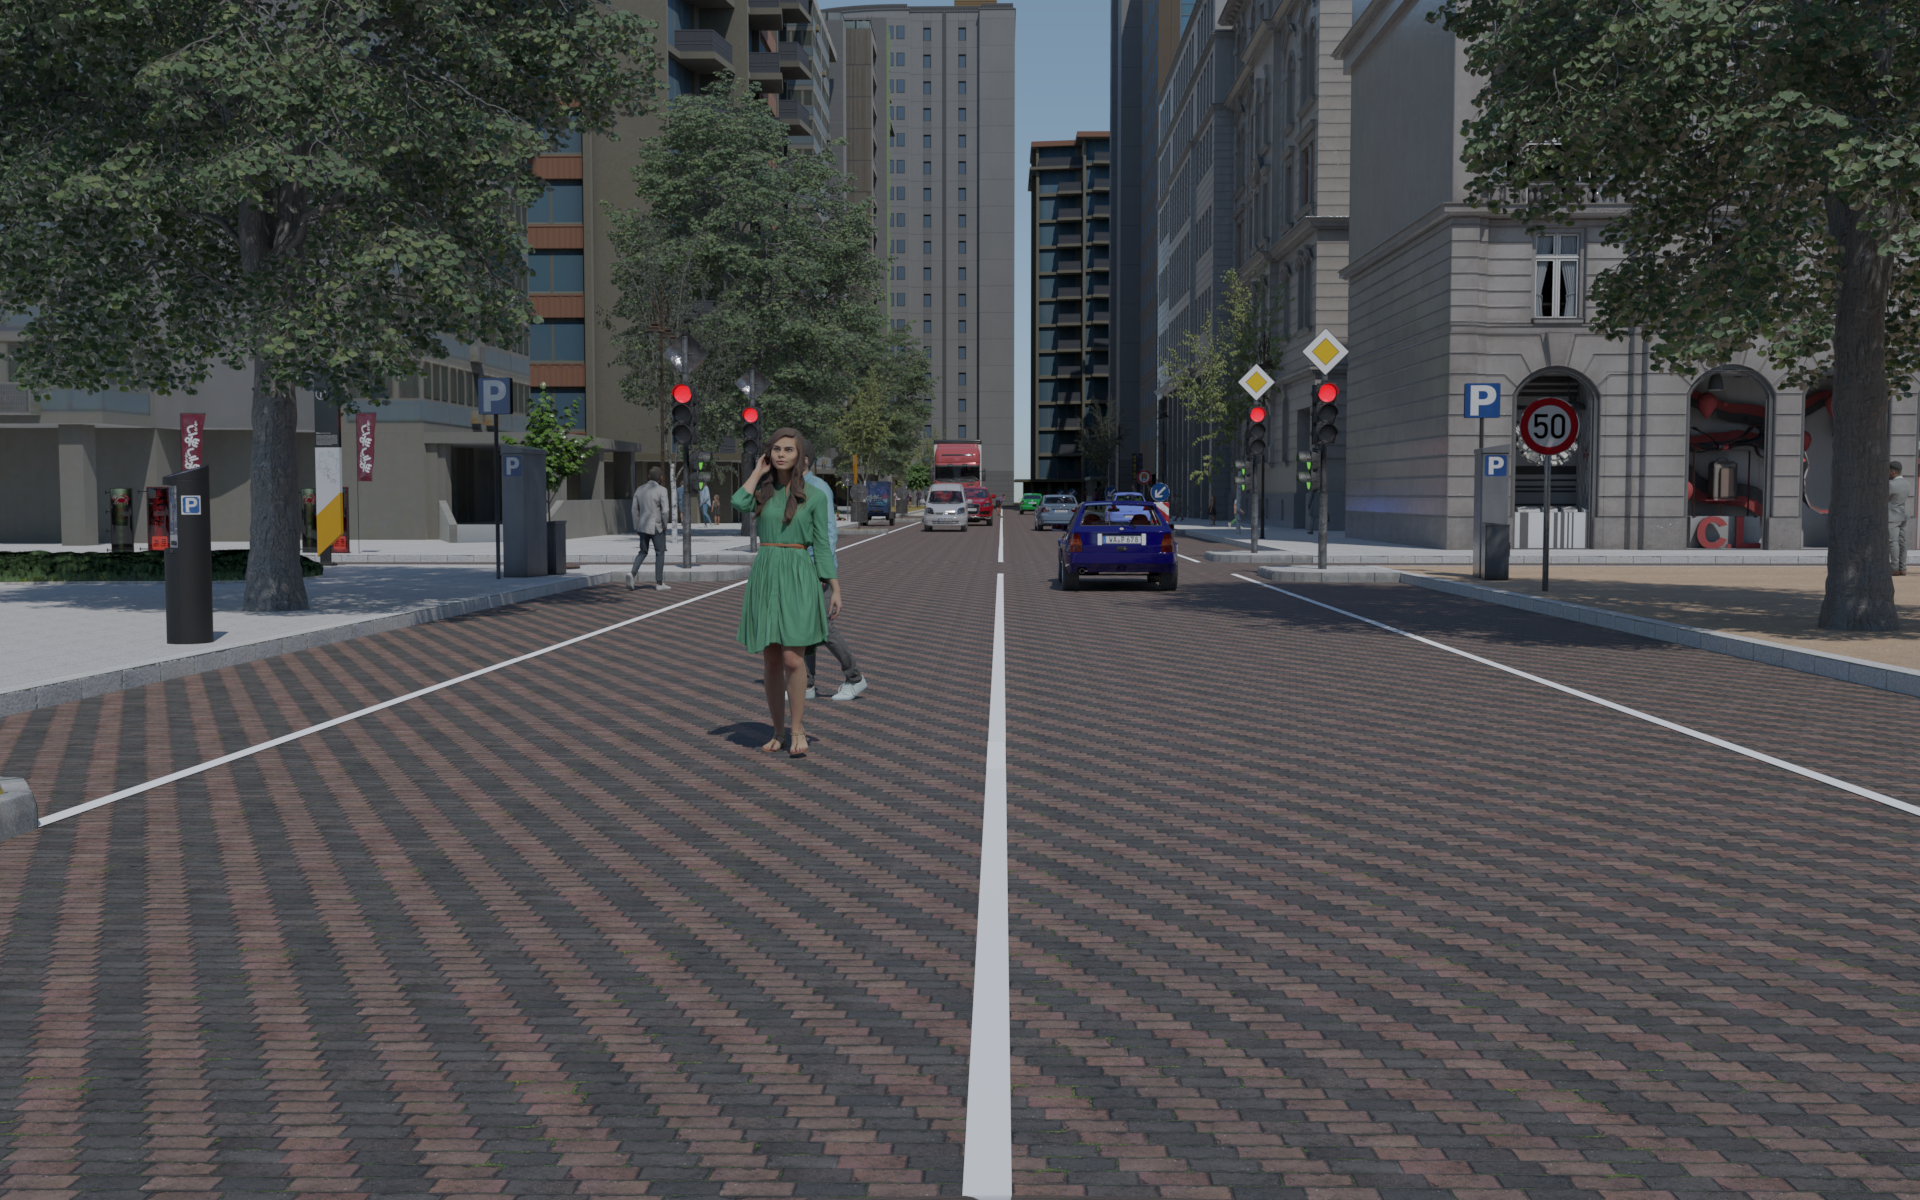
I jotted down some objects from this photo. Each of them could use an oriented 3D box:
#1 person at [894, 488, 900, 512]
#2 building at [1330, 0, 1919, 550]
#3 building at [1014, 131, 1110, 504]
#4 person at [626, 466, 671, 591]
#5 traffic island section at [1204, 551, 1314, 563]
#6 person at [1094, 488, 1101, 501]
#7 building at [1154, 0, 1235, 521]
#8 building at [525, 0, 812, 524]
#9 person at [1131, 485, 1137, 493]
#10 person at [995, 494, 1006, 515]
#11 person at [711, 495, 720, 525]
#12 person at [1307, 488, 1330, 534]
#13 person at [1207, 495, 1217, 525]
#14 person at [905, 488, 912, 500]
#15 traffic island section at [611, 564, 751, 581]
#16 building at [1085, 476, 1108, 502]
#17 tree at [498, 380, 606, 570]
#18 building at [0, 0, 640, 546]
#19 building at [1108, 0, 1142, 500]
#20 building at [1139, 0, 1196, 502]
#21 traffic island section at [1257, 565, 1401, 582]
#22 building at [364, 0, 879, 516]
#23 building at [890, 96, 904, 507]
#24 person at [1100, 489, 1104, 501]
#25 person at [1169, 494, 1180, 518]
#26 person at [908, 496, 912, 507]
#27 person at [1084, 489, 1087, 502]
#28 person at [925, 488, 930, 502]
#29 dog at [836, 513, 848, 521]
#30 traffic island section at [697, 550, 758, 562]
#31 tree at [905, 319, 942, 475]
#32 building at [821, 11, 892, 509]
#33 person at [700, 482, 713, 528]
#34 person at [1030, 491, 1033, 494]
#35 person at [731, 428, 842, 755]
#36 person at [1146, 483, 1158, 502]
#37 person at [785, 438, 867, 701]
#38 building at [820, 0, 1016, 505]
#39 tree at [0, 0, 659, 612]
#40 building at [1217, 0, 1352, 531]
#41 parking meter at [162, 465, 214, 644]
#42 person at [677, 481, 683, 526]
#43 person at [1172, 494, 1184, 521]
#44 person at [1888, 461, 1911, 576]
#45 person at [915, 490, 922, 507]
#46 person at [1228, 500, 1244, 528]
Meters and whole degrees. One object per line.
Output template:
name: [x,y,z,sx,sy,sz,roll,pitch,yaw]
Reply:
person: [-4.516,-7.191,124.281,0.551,1.740,0.621,1,4,13]
building: [22.804,-12.400,44.538,24.055,21.916,13.314,0,4,1]
building: [21.010,-33.847,208.017,28.867,44.769,22.147,0,4,1]
person: [-4.615,-1.063,25.730,0.661,1.843,0.795,2,4,26]
traffic island section: [6.407,-0.936,37.583,2.009,0.180,2.903,0,4,1]
person: [11.101,-8.155,140.055,0.721,1.739,1.217,2,4,30]
building: [17.813,-19.545,97.061,11.434,29.767,29.804,0,4,1]
building: [-19.280,-26.445,87.002,22.147,44.769,28.867,0,4,1]
person: [9.850,-5.647,98.478,0.767,1.812,0.694,-1,4,-16]
person: [2.714,-6.359,115.702,0.697,1.427,0.421,2,4,24]
person: [-10.094,-3.719,71.515,0.362,1.253,0.373,-3,5,-39]
person: [11.353,-2.992,55.060,0.694,1.812,0.767,-1,4,-20]
person: [10.308,-3.676,70.819,0.373,1.253,0.362,2,4,24]
person: [-4.080,-7.976,136.891,0.568,1.767,0.683,-1,4,-12]
traffic island section: [-4.725,-0.464,29.870,2.009,0.180,2.903,0,4,1]
building: [29.004,-29.478,173.841,32.217,40.220,23.993,0,4,1]
tree: [-7.174,-2.145,29.675,1.663,3.219,1.824,0,3,0]
building: [-27.122,-22.084,52.955,32.217,40.220,23.993,0,4,1]
building: [23.206,-36.996,146.880,21.231,58.520,28.212,0,4,1]
building: [20.669,-29.117,126.172,14.600,45.320,14.200,0,4,1]
traffic island section: [6.213,-0.448,29.600,2.009,0.180,2.903,0,4,1]
building: [-22.255,-26.503,125.213,32.217,40.220,23.993,0,4,1]
building: [-19.767,-31.874,175.771,28.867,44.769,22.147,0,4,1]
person: [12.010,-8.529,146.214,0.721,1.735,1.217,0,4,-7]
person: [11.233,-4.932,90.946,0.640,1.303,0.475,0,4,6]
person: [-5.081,-9.893,171.023,0.697,1.427,0.421,0,4,-5]
person: [12.410,-10.098,171.115,0.705,1.831,1.348,0,3,0]
person: [-2.027,-6.353,112.341,0.622,1.834,0.822,1,4,23]
dog: [-5.708,-3.969,82.631,0.550,0.427,0.748,-3,4,-37]
traffic island section: [-4.531,-0.952,37.852,2.009,0.180,2.903,0,4,1]
tree: [-5.662,-12.325,108.162,9.857,13.997,8.962,0,3,0]
building: [-13.208,-28.188,144.471,14.154,41.232,14.086,0,4,1]
person: [-9.663,-3.642,65.860,0.793,1.790,0.793,2,4,33]
person: [7.804,-10.941,187.400,0.705,1.822,1.348,2,4,32]
person: [-0.953,-0.050,9.559,0.600,1.795,0.529,0,4,-5]
person: [10.013,-5.238,91.468,0.755,1.850,0.659,-1,4,-12]
person: [-0.974,-0.216,12.056,0.620,1.820,0.660,-2,4,-32]
building: [-7.526,-40.741,208.111,28.212,58.520,21.231,0,4,1]
tree: [-7.690,-6.862,18.854,9.857,13.997,8.962,0,3,0]
building: [18.713,-17.312,70.438,14.401,28.519,23.554,0,4,1]
parking meter: [-6.644,-0.397,14.905,0.372,1.533,0.369,0,3,0]
person: [-11.234,-3.913,70.037,0.581,1.822,0.654,1,4,18]
person: [10.333,-4.385,82.003,0.640,1.303,0.475,2,4,29]
person: [14.665,-1.287,27.271,0.466,1.800,0.511,3,5,45]
person: [-4.268,-10.374,176.114,0.683,1.767,0.568,-3,5,-42]
person: [10.289,-3.317,64.519,0.590,1.304,0.306,0,4,3]
